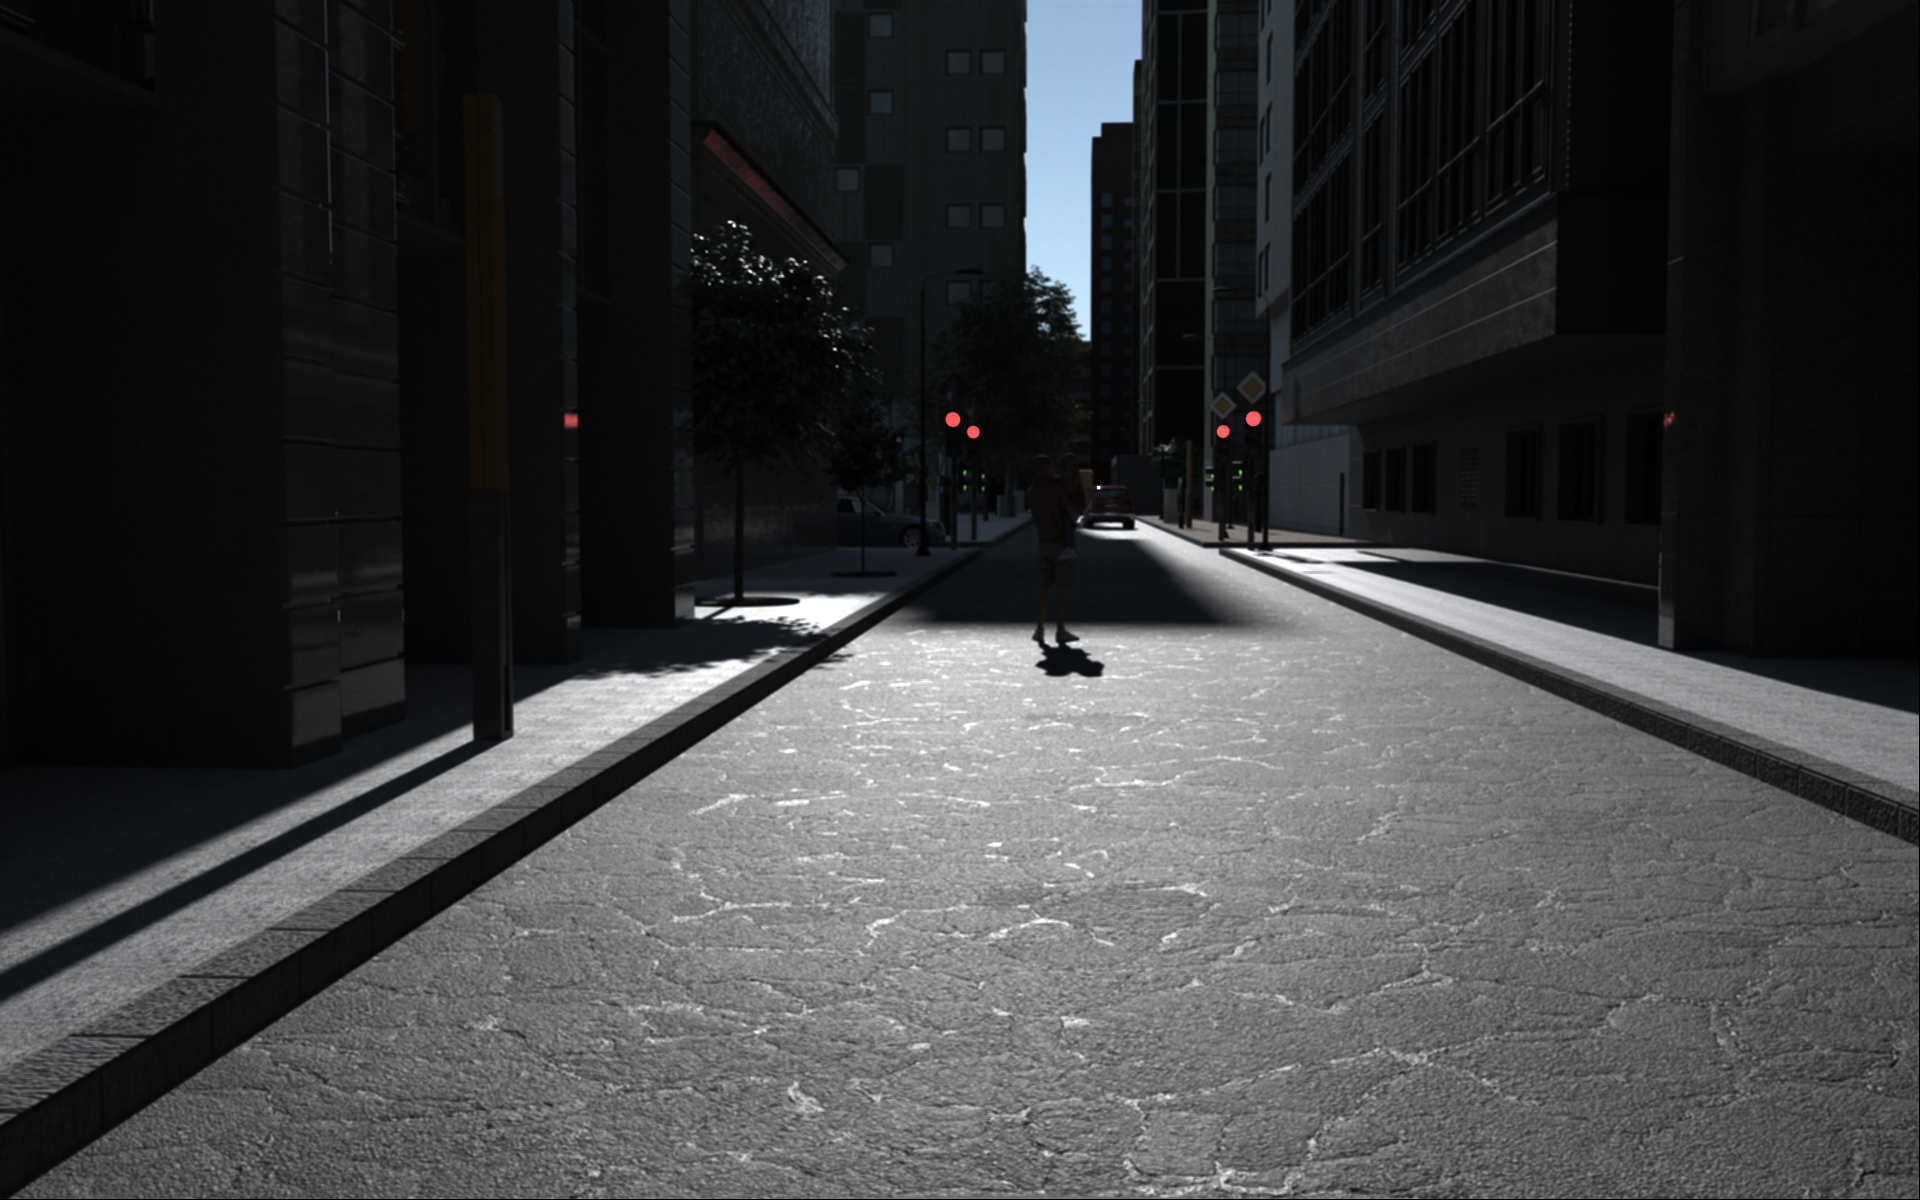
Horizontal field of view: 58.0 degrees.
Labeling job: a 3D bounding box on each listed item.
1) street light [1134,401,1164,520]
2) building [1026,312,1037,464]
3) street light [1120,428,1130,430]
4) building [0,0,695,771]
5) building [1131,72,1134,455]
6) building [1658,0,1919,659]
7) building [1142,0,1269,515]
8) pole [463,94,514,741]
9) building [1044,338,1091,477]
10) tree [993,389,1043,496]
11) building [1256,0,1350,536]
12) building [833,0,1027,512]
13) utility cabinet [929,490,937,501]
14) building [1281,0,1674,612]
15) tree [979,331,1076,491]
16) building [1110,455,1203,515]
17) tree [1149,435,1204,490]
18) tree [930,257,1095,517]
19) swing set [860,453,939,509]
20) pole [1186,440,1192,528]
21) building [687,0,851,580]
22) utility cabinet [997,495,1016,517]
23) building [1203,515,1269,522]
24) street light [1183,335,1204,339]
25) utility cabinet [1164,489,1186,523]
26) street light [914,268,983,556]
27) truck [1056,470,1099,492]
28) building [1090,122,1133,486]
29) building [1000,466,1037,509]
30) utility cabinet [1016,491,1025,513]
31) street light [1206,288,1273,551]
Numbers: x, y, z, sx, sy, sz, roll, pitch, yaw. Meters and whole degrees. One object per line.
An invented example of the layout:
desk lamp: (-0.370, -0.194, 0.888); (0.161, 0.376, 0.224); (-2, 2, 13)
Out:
street light: (9.546, -6.965, 86.414); (1.470, 5.913, 1.316); (0, 4, 4)
building: (-6.160, -20.860, 186.107); (28.899, 21.520, 27.650); (0, 4, 4)
street light: (12.010, -9.165, 122.385); (1.470, 5.913, 1.316); (0, 4, 4)
building: (-8.991, -13.738, 2.105); (11.434, 29.767, 29.804); (0, 4, 4)
building: (23.526, -29.534, 166.472); (14.154, 41.232, 14.086); (0, 4, 4)
building: (11.197, -11.344, 3.491); (12.078, 24.808, 19.932); (0, 4, 4)
building: (20.746, -27.420, 131.908); (14.154, 41.232, 14.086); (0, 4, 4)
pole: (-2.450, -0.927, 8.996); (0.158, 3.312, 0.155); (0, 3, 0)
building: (2.083, -22.976, 220.699); (28.899, 21.520, 27.650); (0, 4, 4)
tree: (3.418, -9.436, 104.644); (4.360, 8.622, 3.978); (0, 3, 0)
building: (24.455, -28.638, 57.469); (27.495, 52.752, 28.713); (0, 4, 4)
building: (-8.469, -33.484, 136.701); (28.713, 52.752, 27.495); (0, 4, 4)
utility cabinet: (-1.154, -5.469, 98.093); (1.173, 1.500, 0.318); (-1, 4, -9)
building: (13.454, -14.225, 26.091); (14.314, 27.812, 24.014); (0, 4, 4)
tree: (4.285, -12.205, 117.672); (7.486, 12.596, 7.792); (0, 3, 0)
building: (20.262, -41.097, 110.186); (20.563, 71.187, 20.611); (0, 4, 4)
tree: (12.143, -6.872, 96.068); (4.285, 4.588, 4.351); (0, 3, 0)
tree: (2.807, -11.522, 95.047); (9.857, 13.997, 8.962); (0, 3, 0)
swing set: (-2.452, -4.183, 66.015); (2.862, 2.851, 3.119); (2, 4, 24)
pole: (8.639, -4.367, 65.239); (0.158, 3.312, 0.155); (0, 3, 0)
building: (-17.529, -12.227, 33.196); (30.059, 22.955, 16.112); (0, 4, 4)
utility cabinet: (2.593, -5.208, 96.306); (1.020, 1.237, 0.306); (-2, 4, -25)
building: (18.843, -24.454, 83.426); (14.154, 41.232, 14.086); (0, 4, 4)
street light: (7.202, -4.780, 50.692); (1.470, 5.913, 1.316); (0, 4, 4)
utility cabinet: (9.417, -4.114, 75.941); (1.173, 1.500, 0.318); (-3, 5, -42)
street light: (-0.228, -3.869, 35.793); (1.470, 5.913, 1.316); (0, 4, 4)
truck: (9.263, -8.674, 137.744); (3.469, 3.379, 9.791); (0, 4, 5)
building: (23.138, -34.354, 211.794); (14.200, 45.320, 14.600); (0, 4, 4)
building: (-2.654, -44.163, 160.310); (20.563, 71.187, 20.611); (0, 4, 4)
utility cabinet: (3.692, -6.505, 115.027); (1.173, 1.500, 0.318); (0, 4, 7)
street light: (6.379, -4.071, 39.095); (1.470, 5.913, 1.316); (0, 4, 4)
